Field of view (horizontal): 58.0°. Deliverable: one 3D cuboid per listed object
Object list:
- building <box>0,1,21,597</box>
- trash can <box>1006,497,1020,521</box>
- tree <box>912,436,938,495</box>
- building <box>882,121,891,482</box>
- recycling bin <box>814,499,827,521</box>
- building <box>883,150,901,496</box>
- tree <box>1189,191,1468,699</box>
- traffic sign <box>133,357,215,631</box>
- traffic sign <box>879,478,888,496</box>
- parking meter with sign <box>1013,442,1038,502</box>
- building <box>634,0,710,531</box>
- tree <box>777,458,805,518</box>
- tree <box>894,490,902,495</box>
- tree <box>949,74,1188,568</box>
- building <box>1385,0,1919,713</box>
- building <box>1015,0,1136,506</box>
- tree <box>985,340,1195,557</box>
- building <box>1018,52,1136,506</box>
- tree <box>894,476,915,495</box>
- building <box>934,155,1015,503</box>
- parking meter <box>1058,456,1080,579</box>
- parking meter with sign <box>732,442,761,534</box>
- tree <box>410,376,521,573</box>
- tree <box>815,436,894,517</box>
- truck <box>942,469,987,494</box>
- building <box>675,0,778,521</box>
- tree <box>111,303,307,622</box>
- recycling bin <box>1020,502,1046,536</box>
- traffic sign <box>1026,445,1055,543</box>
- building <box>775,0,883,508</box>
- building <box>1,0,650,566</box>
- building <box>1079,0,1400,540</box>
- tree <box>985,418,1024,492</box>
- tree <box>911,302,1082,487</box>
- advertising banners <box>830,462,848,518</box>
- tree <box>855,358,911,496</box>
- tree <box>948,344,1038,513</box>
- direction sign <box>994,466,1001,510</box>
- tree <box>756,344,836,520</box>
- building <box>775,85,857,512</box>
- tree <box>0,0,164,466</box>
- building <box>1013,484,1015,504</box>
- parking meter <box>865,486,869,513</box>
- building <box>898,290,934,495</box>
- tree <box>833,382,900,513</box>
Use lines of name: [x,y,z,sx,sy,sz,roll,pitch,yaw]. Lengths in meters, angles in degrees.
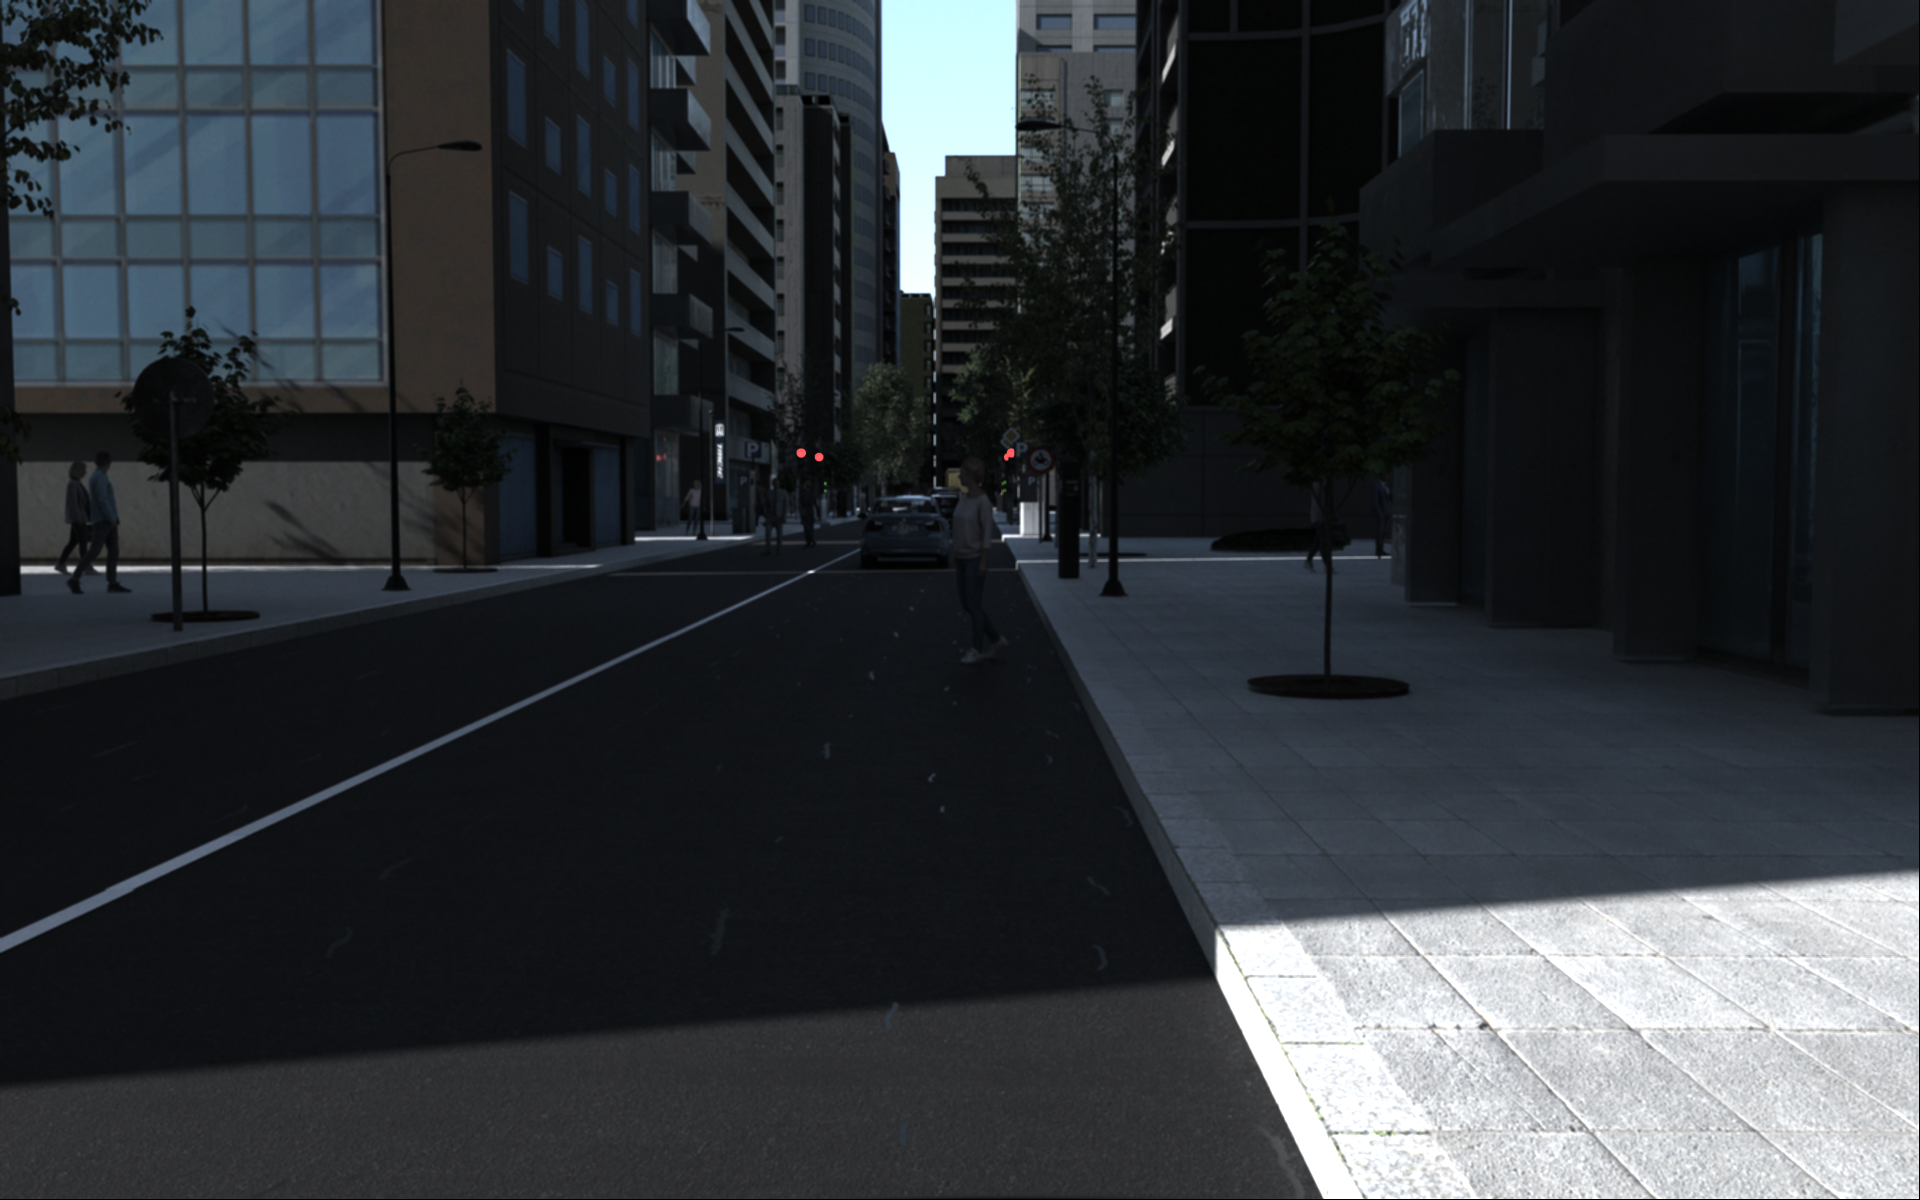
building: [-22.758,-23.644,10.275,21.300,48.544,21.600,0,4,1]
trash can: [2.534,-4.277,81.577,0.748,1.137,0.748,0,3,0]
tree: [-5.098,-16.296,216.797,4.360,8.622,3.978,0,3,0]
building: [-19.345,-33.193,197.329,22.147,44.769,28.867,0,4,1]
recycling bin: [-6.764,-4.220,81.549,0.722,1.027,0.722,3,4,37]
building: [-15.016,-34.962,221.736,14.200,45.320,14.600,0,4,1]
tree: [2.273,-1.015,11.192,1.663,3.219,1.824,0,3,0]
traffic sign: [-7.330,-0.982,16.158,0.768,2.556,0.104,0,4,1]
traffic sign: [-6.122,-8.459,138.412,0.768,2.556,0.104,0,4,1]
parking meter with sign: [2.237,-3.704,56.814,0.543,3.016,1.738,-1,4,-14]
building: [-24.530,-26.882,59.129,30.456,49.044,23.786,0,4,1]
tree: [-9.354,-6.089,94.158,1.663,3.219,1.824,0,3,0]
tree: [-6.719,-11.915,189.411,1.663,3.219,1.824,0,3,0]
tree: [2.086,-4.854,29.719,4.737,8.622,4.395,0,3,0]
building: [15.503,-23.892,10.236,23.786,49.044,30.456,0,4,1]
building: [16.397,-39.315,184.807,21.231,58.520,28.212,0,4,1]
tree: [3.156,-3.206,36.133,4.285,4.588,4.351,0,3,0]
building: [12.501,-29.387,164.070,14.154,41.232,14.086,0,4,1]
tree: [-6.007,-11.936,178.864,4.285,4.588,4.351,0,3,0]
building: [7.167,-38.314,250.130,21.600,48.544,21.300,0,4,1]
parking meter: [1.659,-1.261,26.337,0.255,1.863,0.399,-1,4,-10]
parking meter with sign: [-7.017,-3.700,56.758,0.543,3.016,1.738,1,4,10]
tree: [-8.260,-2.069,28.426,1.663,3.219,1.824,0,3,0]
tree: [-6.719,-6.986,97.931,4.285,4.588,4.351,0,3,0]
truck: [0.278,-8.217,130.279,3.469,3.379,9.791,0,4,1]
building: [-21.597,-28.598,91.285,21.300,48.544,21.600,0,4,1]
tree: [-7.875,-1.418,17.788,1.663,3.219,1.824,0,3,0]
recycling bin: [2.218,-2.462,52.814,0.722,1.027,0.722,0,4,-3]
traffic sign: [2.109,-2.758,45.202,0.768,2.556,0.104,1,4,9]
building: [-18.798,-38.313,168.415,21.231,58.520,28.212,0,4,1]
building: [-14.911,-23.610,36.137,14.600,45.320,14.200,0,4,1]
building: [14.454,-37.627,53.450,20.563,71.187,20.611,0,4,1]
tree: [4.317,-12.317,151.744,4.360,8.622,3.978,0,3,0]
tree: [4.033,-11.400,103.398,9.611,12.733,9.660,0,3,0]
advertising banners: [-6.577,-5.974,93.863,0.090,3.025,2.074,-2,4,-29]
tree: [-6.456,-14.023,146.286,9.611,12.733,9.660,0,3,0]
tree: [3.030,-11.825,119.086,9.928,11.665,9.643,0,3,0]
direction sign: [3.035,-9.048,139.929,0.379,3.537,0.876,-2,4,-33]
tree: [-8.104,-8.272,85.615,4.360,8.622,3.978,0,3,0]
building: [-15.068,-21.661,125.863,14.160,30.474,14.107,0,4,1]
tree: [-8.570,-3.843,13.191,4.737,8.622,4.395,0,3,0]
building: [20.733,-22.605,214.634,27.650,21.520,28.899,0,4,1]
parking meter: [-6.464,-7.000,120.168,0.255,1.863,0.399,0,4,1]
building: [-10.715,-29.149,248.291,14.107,30.474,14.160,0,4,1]
tree: [-6.373,-10.030,114.350,4.737,8.622,4.395,0,3,0]
